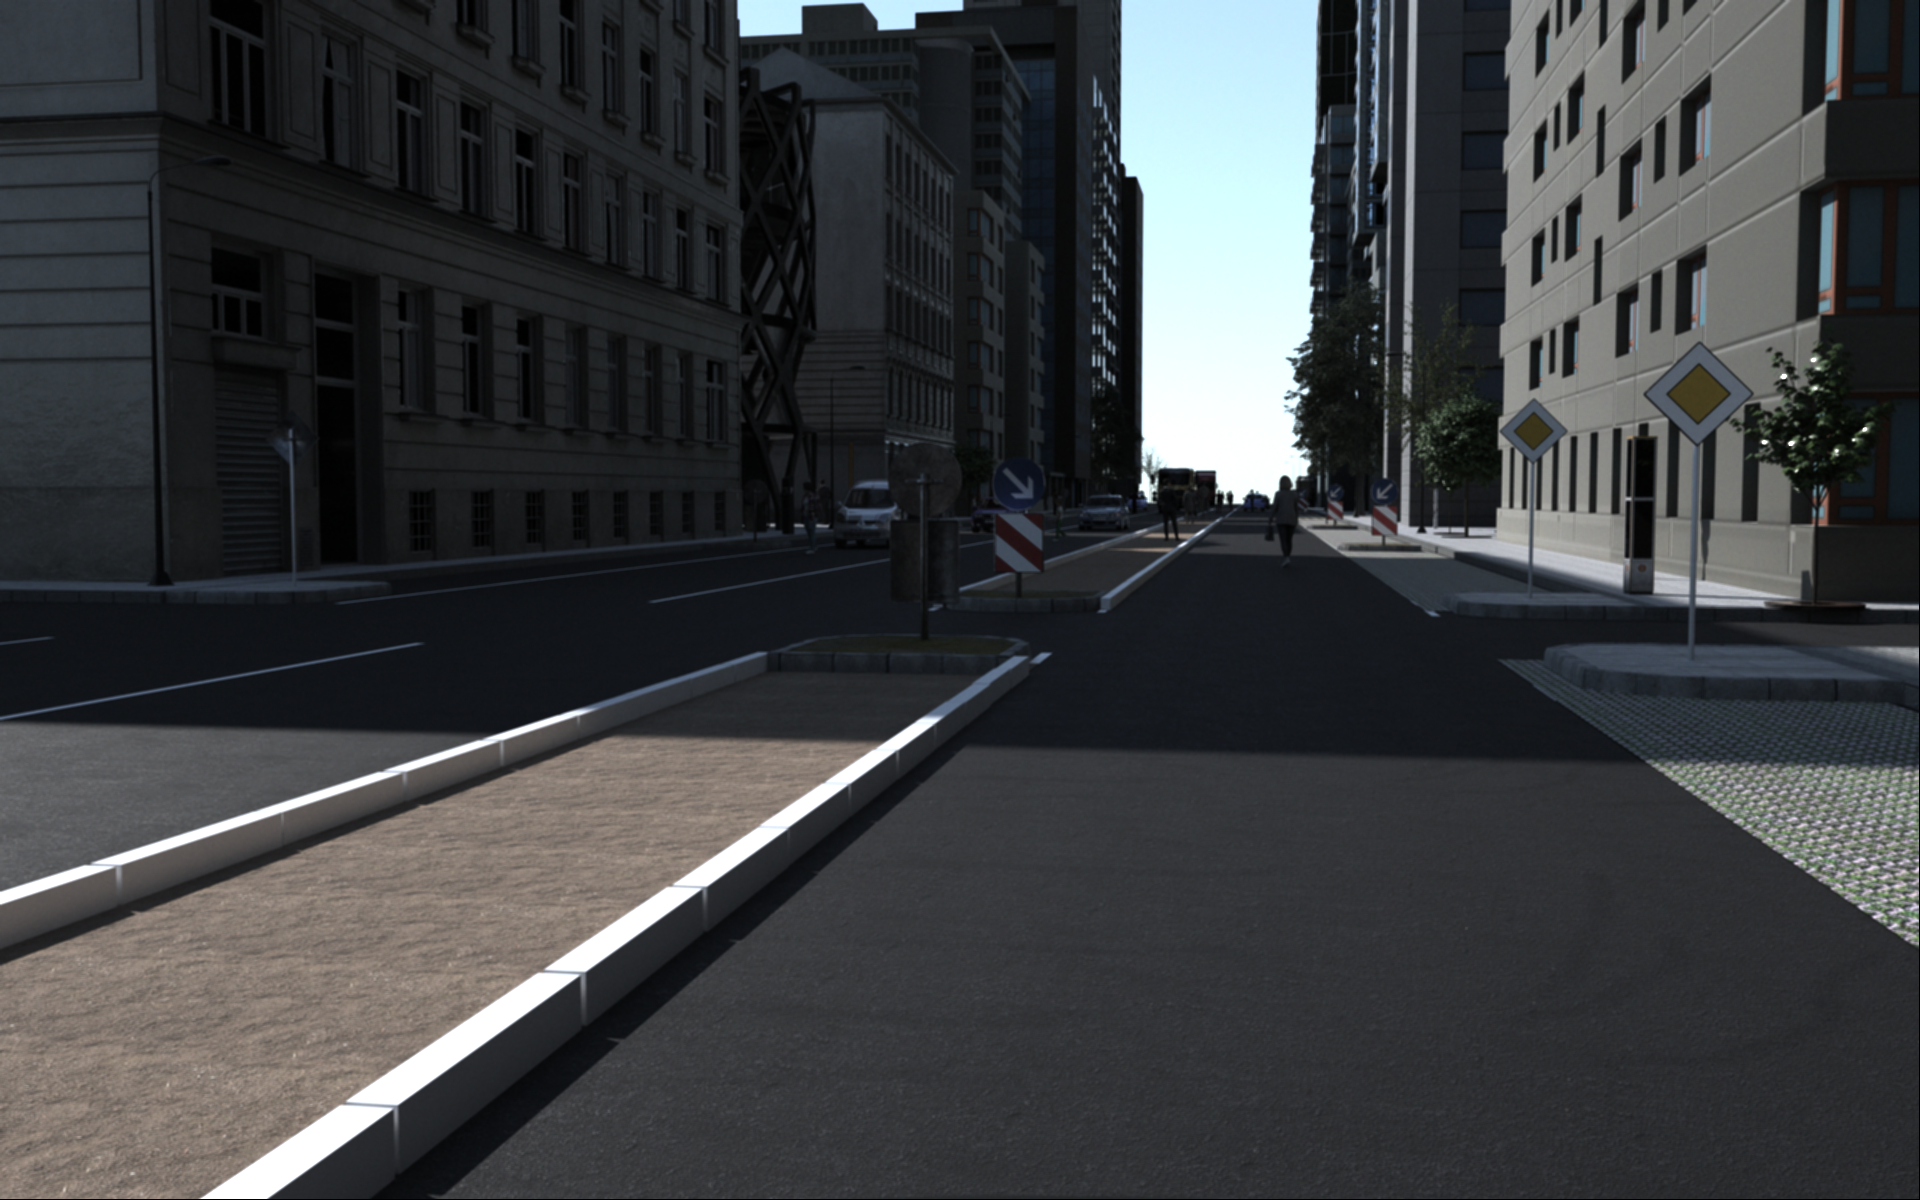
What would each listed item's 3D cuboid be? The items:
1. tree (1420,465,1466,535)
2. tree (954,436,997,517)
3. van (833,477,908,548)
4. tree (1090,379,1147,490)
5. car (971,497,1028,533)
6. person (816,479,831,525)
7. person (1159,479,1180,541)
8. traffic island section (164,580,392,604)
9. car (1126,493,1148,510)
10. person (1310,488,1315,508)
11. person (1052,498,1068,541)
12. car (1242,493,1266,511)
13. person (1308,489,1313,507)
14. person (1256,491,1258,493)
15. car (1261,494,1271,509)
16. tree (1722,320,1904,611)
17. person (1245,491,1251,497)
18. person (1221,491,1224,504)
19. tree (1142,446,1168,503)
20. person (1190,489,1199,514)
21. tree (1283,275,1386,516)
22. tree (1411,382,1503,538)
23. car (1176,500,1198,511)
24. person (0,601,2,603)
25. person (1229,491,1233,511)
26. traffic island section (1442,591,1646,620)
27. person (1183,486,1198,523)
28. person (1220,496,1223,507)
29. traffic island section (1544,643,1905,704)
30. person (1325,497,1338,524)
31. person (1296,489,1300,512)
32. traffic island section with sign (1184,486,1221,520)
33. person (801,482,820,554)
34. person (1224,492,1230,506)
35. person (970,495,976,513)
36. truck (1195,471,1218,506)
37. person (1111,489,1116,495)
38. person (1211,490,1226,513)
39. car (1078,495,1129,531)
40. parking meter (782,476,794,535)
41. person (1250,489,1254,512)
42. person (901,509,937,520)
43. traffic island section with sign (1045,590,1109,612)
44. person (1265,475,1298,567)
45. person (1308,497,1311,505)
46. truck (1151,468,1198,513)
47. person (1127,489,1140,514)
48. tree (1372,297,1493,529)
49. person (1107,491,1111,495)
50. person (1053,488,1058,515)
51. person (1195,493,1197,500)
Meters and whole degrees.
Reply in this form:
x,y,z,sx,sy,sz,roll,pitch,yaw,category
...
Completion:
x,y,z,sx,sy,sz,roll,pitch,yaw,category
15.409,-3.686,54.872,1.663,3.219,1.824,0,3,0,tree
0.457,-6.913,96.741,4.285,4.588,4.351,0,3,0,tree
-2.286,-2.453,47.121,2.013,2.044,4.112,1,4,9,van
13.863,-15.624,172.467,9.611,12.733,9.660,0,3,0,tree
1.519,-3.219,65.212,1.945,1.354,3.894,1,4,11,car
-5.661,-4.062,71.811,0.474,1.900,0.648,3,5,40,person
6.409,-2.761,52.998,0.648,1.900,0.474,1,4,19,person
-9.261,-0.108,24.046,2.009,0.180,2.903,1,4,10,traffic island section
15.785,-8.846,154.219,1.945,1.707,3.694,1,4,9,car
32.875,-9.515,161.249,0.705,1.869,1.348,0,4,0,person
3.040,-2.435,52.556,0.590,1.304,0.306,-2,4,-31,person
24.529,-8.247,144.430,1.945,1.707,3.694,0,4,8,car
33.883,-9.830,166.865,0.705,1.812,1.348,3,4,38,person
29.333,-9.860,170.432,0.721,1.735,1.217,-1,4,-18,person
28.308,-9.257,163.361,2.014,1.417,4.499,1,4,11,car
9.690,-1.513,19.347,1.663,3.219,1.824,0,3,0,tree
31.675,-11.015,189.314,1.217,1.735,0.721,1,4,8,person
36.175,-14.123,239.034,0.705,1.869,1.348,2,4,29,person
28.297,-18.646,255.222,4.360,8.622,3.978,0,3,0,tree
16.650,-7.064,123.980,1.348,1.826,0.705,2,4,26,person
23.756,-11.959,102.181,9.857,13.997,8.962,0,3,0,tree
15.062,-4.119,51.063,4.285,4.588,4.351,0,3,0,tree
19.349,-8.273,147.850,1.945,1.354,3.894,1,4,8,car
-12.851,-0.849,22.715,0.374,1.781,0.599,-3,5,-41,person
22.392,-8.180,143.164,0.541,1.710,0.530,-3,4,-38,person
7.044,0.062,21.267,2.009,0.180,2.903,1,4,10,traffic island section
11.188,-4.627,84.254,0.694,1.812,0.767,0,4,0,person
28.790,-10.994,191.467,0.599,1.433,0.991,3,5,42,person
5.700,0.543,13.396,2.009,0.180,2.903,1,4,10,traffic island section
17.681,-4.522,82.618,0.728,1.800,0.709,-2,4,-30,person
26.199,-7.700,134.386,0.705,1.826,1.348,2,4,30,person
13.475,-5.377,96.052,2.006,1.907,1.989,1,4,10,traffic island section with sign
-3.572,-1.971,41.570,0.643,1.720,0.563,-3,5,-45,person
32.911,-12.441,212.638,1.217,1.735,0.721,0,4,1,person
0.678,-4.963,92.197,0.382,1.210,0.505,-2,4,-24,person
29.691,-13.491,209.498,2.839,4.237,11.283,0,4,8,truck
9.429,-5.901,105.703,1.217,1.735,0.721,3,4,38,person
19.348,-7.384,129.757,1.217,1.766,0.721,-1,4,-15,person
5.808,-3.522,69.589,2.014,1.417,4.499,1,4,10,car
-5.467,-3.017,55.044,0.255,1.863,0.399,2,4,24,parking meter
23.302,-7.934,138.311,0.705,1.814,1.350,1,4,11,person
-0.873,-2.125,43.461,1.509,1.804,0.699,3,5,42,person
0.836,-0.847,21.980,2.006,1.907,1.989,1,4,10,traffic island section with sign
6.363,-1.562,34.224,0.709,1.800,0.728,0,4,-6,person
36.015,-10.292,177.545,0.697,1.427,0.421,2,4,24,person
16.444,-8.268,131.100,3.469,3.379,9.791,1,4,10,truck
12.465,-7.068,124.018,0.705,1.831,1.348,-2,4,-35,person
17.462,-6.966,64.250,4.737,8.622,4.395,0,3,0,tree
13.449,-9.020,156.910,0.436,1.711,0.756,3,4,39,person
6.423,-6.582,116.205,0.705,1.812,1.348,-1,4,-13,person
20.828,-8.873,153.530,0.705,1.831,1.348,0,4,6,person
